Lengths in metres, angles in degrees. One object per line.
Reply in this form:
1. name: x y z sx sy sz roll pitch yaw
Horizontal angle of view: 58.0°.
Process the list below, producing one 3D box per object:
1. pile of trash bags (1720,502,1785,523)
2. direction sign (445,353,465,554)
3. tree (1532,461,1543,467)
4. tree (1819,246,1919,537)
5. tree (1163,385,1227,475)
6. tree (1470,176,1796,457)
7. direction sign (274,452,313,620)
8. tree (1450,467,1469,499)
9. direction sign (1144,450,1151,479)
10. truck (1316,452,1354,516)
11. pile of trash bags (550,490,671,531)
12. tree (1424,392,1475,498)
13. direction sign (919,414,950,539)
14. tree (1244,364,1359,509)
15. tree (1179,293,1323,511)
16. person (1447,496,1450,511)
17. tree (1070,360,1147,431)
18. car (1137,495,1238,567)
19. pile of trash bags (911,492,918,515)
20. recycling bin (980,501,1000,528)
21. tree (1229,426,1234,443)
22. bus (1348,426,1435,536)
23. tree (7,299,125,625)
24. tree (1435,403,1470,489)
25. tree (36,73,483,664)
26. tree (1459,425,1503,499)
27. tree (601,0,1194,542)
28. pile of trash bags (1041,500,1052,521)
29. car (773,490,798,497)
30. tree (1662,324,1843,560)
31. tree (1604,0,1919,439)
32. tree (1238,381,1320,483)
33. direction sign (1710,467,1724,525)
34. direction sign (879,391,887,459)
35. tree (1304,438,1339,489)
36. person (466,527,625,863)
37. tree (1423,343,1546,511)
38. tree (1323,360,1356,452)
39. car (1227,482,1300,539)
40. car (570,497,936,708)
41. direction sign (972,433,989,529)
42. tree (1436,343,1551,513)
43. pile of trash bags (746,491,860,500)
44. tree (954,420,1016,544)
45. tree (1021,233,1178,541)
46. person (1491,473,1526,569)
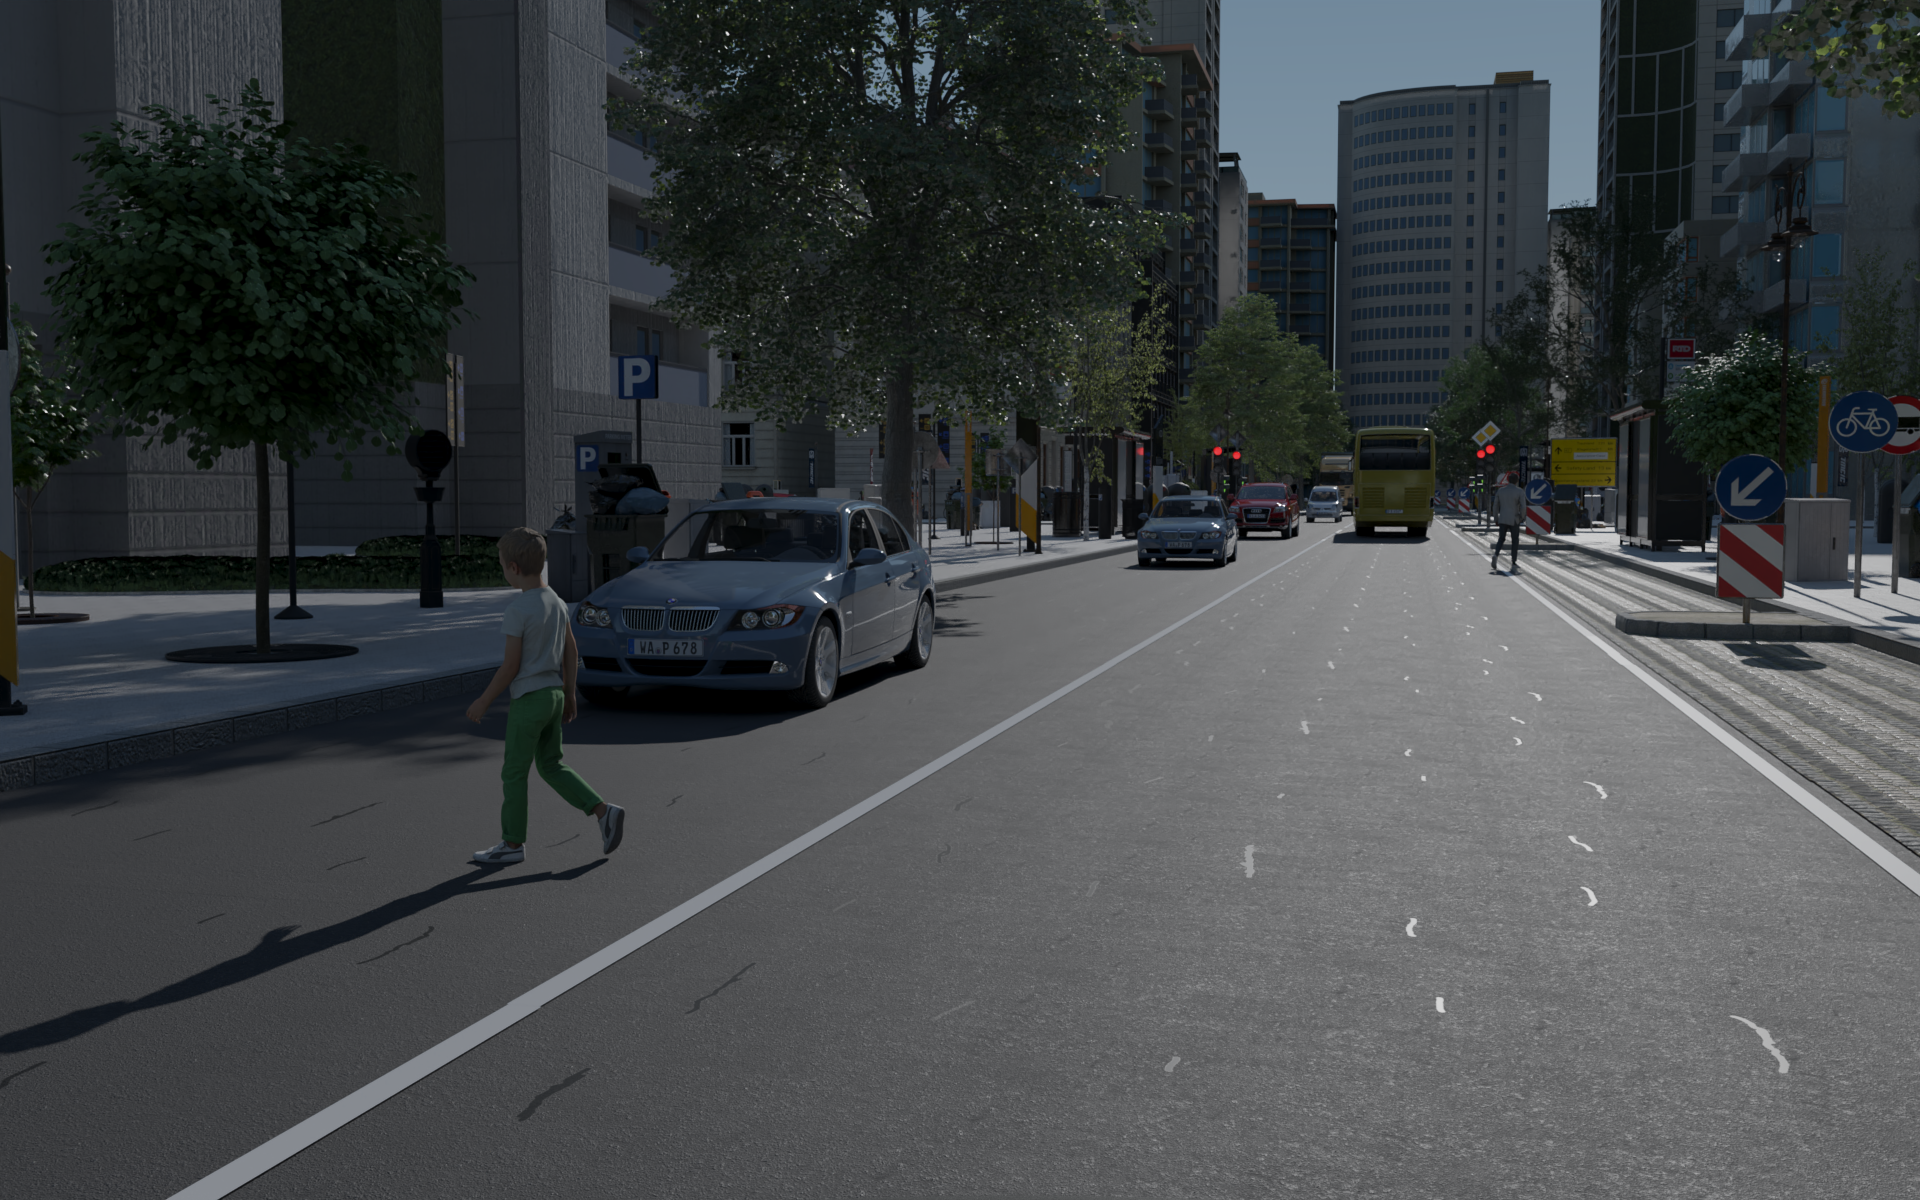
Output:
1. pile of trash bags: 28.500 -3.127 60.882 3.447 1.369 1.912 1 4 13
2. direction sign: -8.213 -2.216 28.222 0.379 3.537 0.876 0 4 1
3. tree: 47.593 -9.548 139.820 4.285 4.588 4.351 0 3 0
4. tree: 27.191 -6.155 50.999 4.737 8.622 4.395 0 3 0
5. tree: 14.852 -10.051 114.697 4.737 8.622 4.395 0 3 0
6. tree: 19.542 -7.075 50.090 8.767 10.594 7.601 1 4 18
7. direction sign: -6.872 -1.575 17.754 0.379 3.537 0.876 1 4 10
8. tree: 58.591 -15.493 203.677 4.360 8.622 3.978 0 3 0
9. direction sign: 9.469 -5.984 89.829 0.876 3.537 0.379 2 4 27
10. truck: 26.036 -7.899 118.054 2.839 4.237 11.283 1 4 16
11. pile of trash bags: -7.767 -1.825 39.598 1.912 1.369 3.447 2 4 28
12. tree: 54.830 -16.757 192.107 7.486 12.596 7.792 0 3 0
13. direction sign: -0.729 -3.487 49.004 0.876 3.537 0.379 0 4 0
14. tree: 29.174 -14.147 148.310 9.611 12.733 9.660 0 3 0
15. tree: 16.199 -11.024 98.369 7.486 12.596 7.792 0 3 0
16. person: 41.916 -8.540 148.816 0.721 1.739 1.217 1 4 11
17. tree: 7.977 -8.901 95.890 4.737 8.622 4.395 0 3 0
18. car: 4.748 -1.452 35.743 2.014 1.417 4.499 1 4 13
19. pile of trash bags: -2.940 -3.661 69.612 3.447 1.369 1.912 3 4 36
20. recycling bin: 1.068 -3.231 65.380 0.722 1.027 0.722 -1 4 -17
21. tree: 18.962 -11.257 134.415 4.737 8.622 4.395 0 3 0
22. bus: 15.322 -4.293 61.739 2.896 3.916 12.252 1 4 12
23. tree: -9.488 -1.392 17.357 1.663 3.219 1.824 0 3 0
24. tree: 28.810 -9.369 87.599 7.601 10.594 8.767 -2 4 -31
25. tree: -5.509 -1.827 13.587 4.285 4.588 4.351 0 3 0
26. tree: 51.817 -13.821 176.336 4.737 8.622 4.395 0 3 0
27. tree: -0.974 -7.410 27.812 9.857 13.997 8.962 0 3 0
28. pile of trash bags: 2.907 -4.410 81.852 3.447 1.369 1.912 -2 4 -28
29. car: -9.147 -4.276 78.946 4.494 1.783 2.155 1 4 13
30. tree: 15.391 -3.052 33.608 4.285 4.588 4.351 0 3 0
31. tree: 9.025 -6.309 9.800 9.857 13.997 8.962 0 3 0
32. tree: 20.075 -9.713 109.163 4.737 8.622 4.395 0 3 0
33. direction sign: 32.090 -4.942 72.804 0.876 3.537 0.379 3 4 39
34. direction sign: -1.481 -2.806 37.868 0.379 3.537 0.876 -3 5 -42
35. tree: 38.570 -14.263 183.564 4.360 8.622 3.978 0 3 0
36. person: -1.611 0.368 6.739 0.590 1.304 0.306 0 4 0
37. tree: 40.002 -13.143 131.891 9.611 12.733 9.660 0 3 0
38. tree: 25.850 -12.992 130.546 7.486 12.596 7.792 0 3 0
39. car: 10.020 -2.957 57.027 2.281 1.827 5.304 1 4 15
40. car: -1.400 -0.076 13.247 2.014 1.417 4.499 1 4 13
41. direction sign: 0.665 -4.393 63.820 0.876 3.537 0.379 -1 4 -23
42. tree: 35.642 -11.618 115.705 9.928 11.665 9.643 0 3 0
43. pile of trash bags: -4.956 -2.656 53.176 3.447 1.369 1.912 -2 4 -25
44. tree: 0.885 -3.063 44.676 1.663 3.219 1.824 0 3 0
45. tree: 3.694 -5.919 47.143 4.360 8.622 3.978 0 3 0
46. person: 10.497 -1.516 33.139 0.661 1.843 0.795 3 5 41
